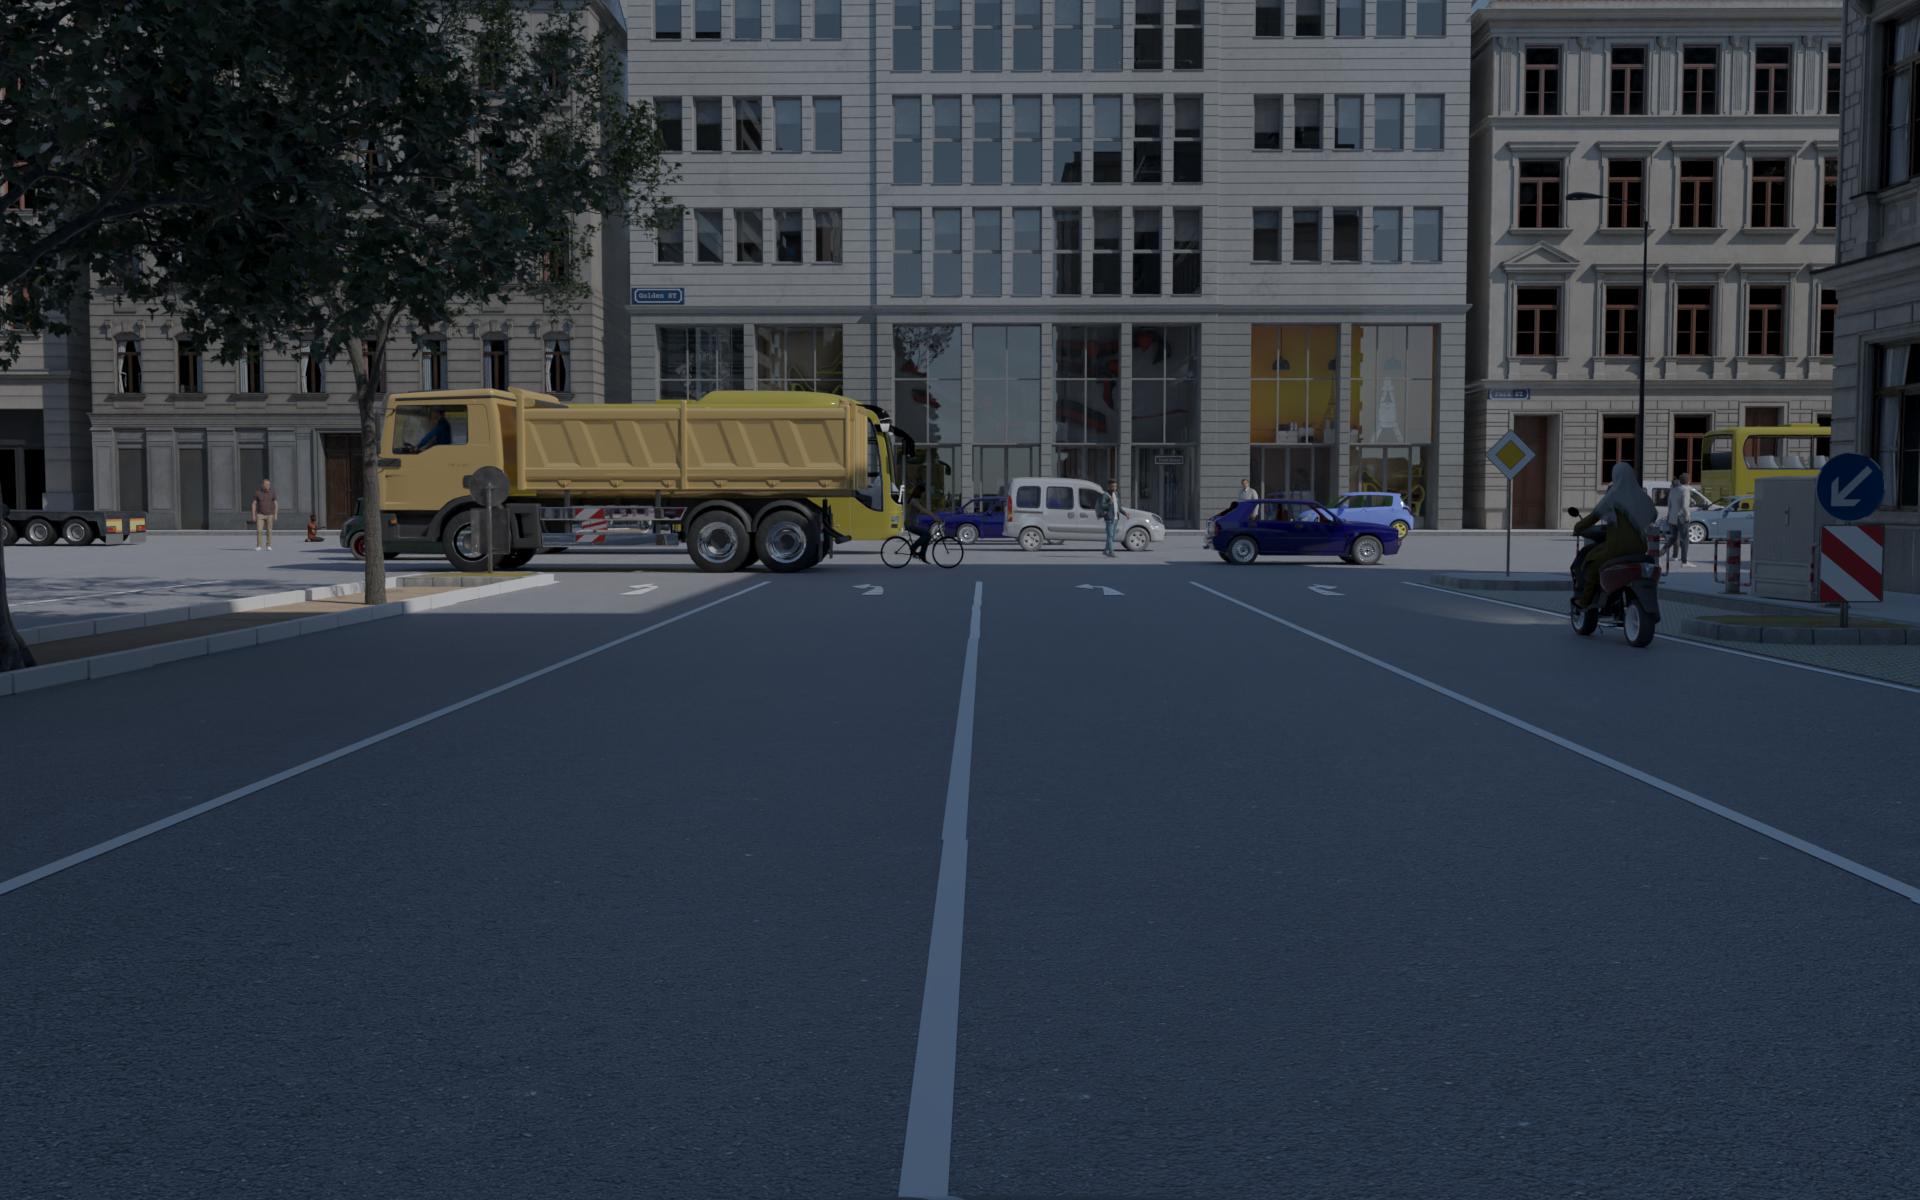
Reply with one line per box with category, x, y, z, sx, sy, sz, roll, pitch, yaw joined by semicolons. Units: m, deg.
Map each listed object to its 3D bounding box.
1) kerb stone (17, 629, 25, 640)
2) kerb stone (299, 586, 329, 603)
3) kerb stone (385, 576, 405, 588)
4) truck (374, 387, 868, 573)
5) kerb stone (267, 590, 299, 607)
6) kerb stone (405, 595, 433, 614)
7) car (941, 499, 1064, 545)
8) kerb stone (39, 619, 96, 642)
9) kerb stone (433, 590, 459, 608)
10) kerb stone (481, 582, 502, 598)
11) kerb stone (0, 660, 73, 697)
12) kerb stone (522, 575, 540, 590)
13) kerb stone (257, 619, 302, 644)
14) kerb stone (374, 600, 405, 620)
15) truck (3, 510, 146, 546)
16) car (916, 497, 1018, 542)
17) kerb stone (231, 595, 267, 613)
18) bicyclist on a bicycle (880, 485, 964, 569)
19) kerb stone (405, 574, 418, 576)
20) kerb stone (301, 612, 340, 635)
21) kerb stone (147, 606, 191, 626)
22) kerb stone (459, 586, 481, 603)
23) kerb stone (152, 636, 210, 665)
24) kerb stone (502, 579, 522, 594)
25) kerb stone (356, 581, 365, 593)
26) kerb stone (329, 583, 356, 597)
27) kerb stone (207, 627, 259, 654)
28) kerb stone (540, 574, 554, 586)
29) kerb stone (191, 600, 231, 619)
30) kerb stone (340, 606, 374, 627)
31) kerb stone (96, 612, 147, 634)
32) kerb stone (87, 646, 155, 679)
kerb stone;-8.861;0.381;16.032;0.120;0.150;1.000;0;4;1
kerb stone;-8.753;-0.064;23.238;0.120;0.150;1.000;0;4;1
kerb stone;-8.701;-0.252;26.332;0.120;0.150;1.000;0;4;1
truck;-6.712;-2.240;32.552;9.791;3.379;3.469;0;4;2
kerb stone;-8.766;-0.001;22.209;0.120;0.150;1.000;0;4;1
kerb stone;-6.678;0.066;21.117;0.120;0.150;1.000;0;4;1
car;1.421;-2.256;49.463;3.894;1.354;1.945;0;4;2
kerb stone;-8.851;0.314;17.058;0.120;0.150;1.000;0;4;1
kerb stone;-6.655;0.003;22.150;0.120;0.150;1.000;0;4;1
kerb stone;-6.633;-0.117;24.204;0.120;0.150;1.000;0;4;1
kerb stone;-6.810;0.570;12.883;0.120;0.150;1.000;0;4;1
kerb stone;-6.600;-0.249;26.269;0.120;0.150;1.000;0;4;1
kerb stone;-6.743;0.317;17.006;0.120;0.150;1.000;0;4;1
kerb stone;-6.699;0.131;20.090;0.120;0.150;1.000;0;4;1
truck;-32.640;-3.574;48.193;18.799;4.110;2.967;0;4;0
car;0.596;-2.442;52.507;3.894;1.354;1.945;0;4;1
kerb stone;-8.780;0.064;21.181;0.120;0.150;1.000;0;4;1
bicyclist on a bicycle;-0.724;-1.419;33.226;1.625;1.676;1.499;0;4;3
kerb stone;-8.678;-0.316;27.359;0.120;0.150;1.000;0;4;1
kerb stone;-6.728;0.254;18.037;0.120;0.150;1.000;0;4;1
kerb stone;-8.811;0.188;19.125;0.120;0.150;1.000;0;4;1
kerb stone;-6.652;-0.060;23.177;0.120;0.150;1.000;0;4;1
kerb stone;-6.781;0.444;14.939;0.120;0.150;1.000;0;4;1
kerb stone;-6.610;-0.186;25.236;0.120;0.150;1.000;0;4;1
kerb stone;-8.717;-0.187;25.291;0.120;0.150;1.000;0;4;1
kerb stone;-8.737;-0.127;24.265;0.120;0.150;1.000;0;4;1
kerb stone;-6.760;0.381;15.969;0.120;0.150;1.000;0;4;1
kerb stone;-6.586;-0.312;27.295;0.120;0.150;1.000;0;4;1
kerb stone;-8.789;0.125;20.152;0.120;0.150;1.000;0;4;1
kerb stone;-6.715;0.193;19.063;0.120;0.150;1.000;0;4;1
kerb stone;-8.828;0.251;18.097;0.120;0.150;1.000;0;4;1
kerb stone;-6.786;0.507;13.912;0.120;0.150;1.000;0;4;1
